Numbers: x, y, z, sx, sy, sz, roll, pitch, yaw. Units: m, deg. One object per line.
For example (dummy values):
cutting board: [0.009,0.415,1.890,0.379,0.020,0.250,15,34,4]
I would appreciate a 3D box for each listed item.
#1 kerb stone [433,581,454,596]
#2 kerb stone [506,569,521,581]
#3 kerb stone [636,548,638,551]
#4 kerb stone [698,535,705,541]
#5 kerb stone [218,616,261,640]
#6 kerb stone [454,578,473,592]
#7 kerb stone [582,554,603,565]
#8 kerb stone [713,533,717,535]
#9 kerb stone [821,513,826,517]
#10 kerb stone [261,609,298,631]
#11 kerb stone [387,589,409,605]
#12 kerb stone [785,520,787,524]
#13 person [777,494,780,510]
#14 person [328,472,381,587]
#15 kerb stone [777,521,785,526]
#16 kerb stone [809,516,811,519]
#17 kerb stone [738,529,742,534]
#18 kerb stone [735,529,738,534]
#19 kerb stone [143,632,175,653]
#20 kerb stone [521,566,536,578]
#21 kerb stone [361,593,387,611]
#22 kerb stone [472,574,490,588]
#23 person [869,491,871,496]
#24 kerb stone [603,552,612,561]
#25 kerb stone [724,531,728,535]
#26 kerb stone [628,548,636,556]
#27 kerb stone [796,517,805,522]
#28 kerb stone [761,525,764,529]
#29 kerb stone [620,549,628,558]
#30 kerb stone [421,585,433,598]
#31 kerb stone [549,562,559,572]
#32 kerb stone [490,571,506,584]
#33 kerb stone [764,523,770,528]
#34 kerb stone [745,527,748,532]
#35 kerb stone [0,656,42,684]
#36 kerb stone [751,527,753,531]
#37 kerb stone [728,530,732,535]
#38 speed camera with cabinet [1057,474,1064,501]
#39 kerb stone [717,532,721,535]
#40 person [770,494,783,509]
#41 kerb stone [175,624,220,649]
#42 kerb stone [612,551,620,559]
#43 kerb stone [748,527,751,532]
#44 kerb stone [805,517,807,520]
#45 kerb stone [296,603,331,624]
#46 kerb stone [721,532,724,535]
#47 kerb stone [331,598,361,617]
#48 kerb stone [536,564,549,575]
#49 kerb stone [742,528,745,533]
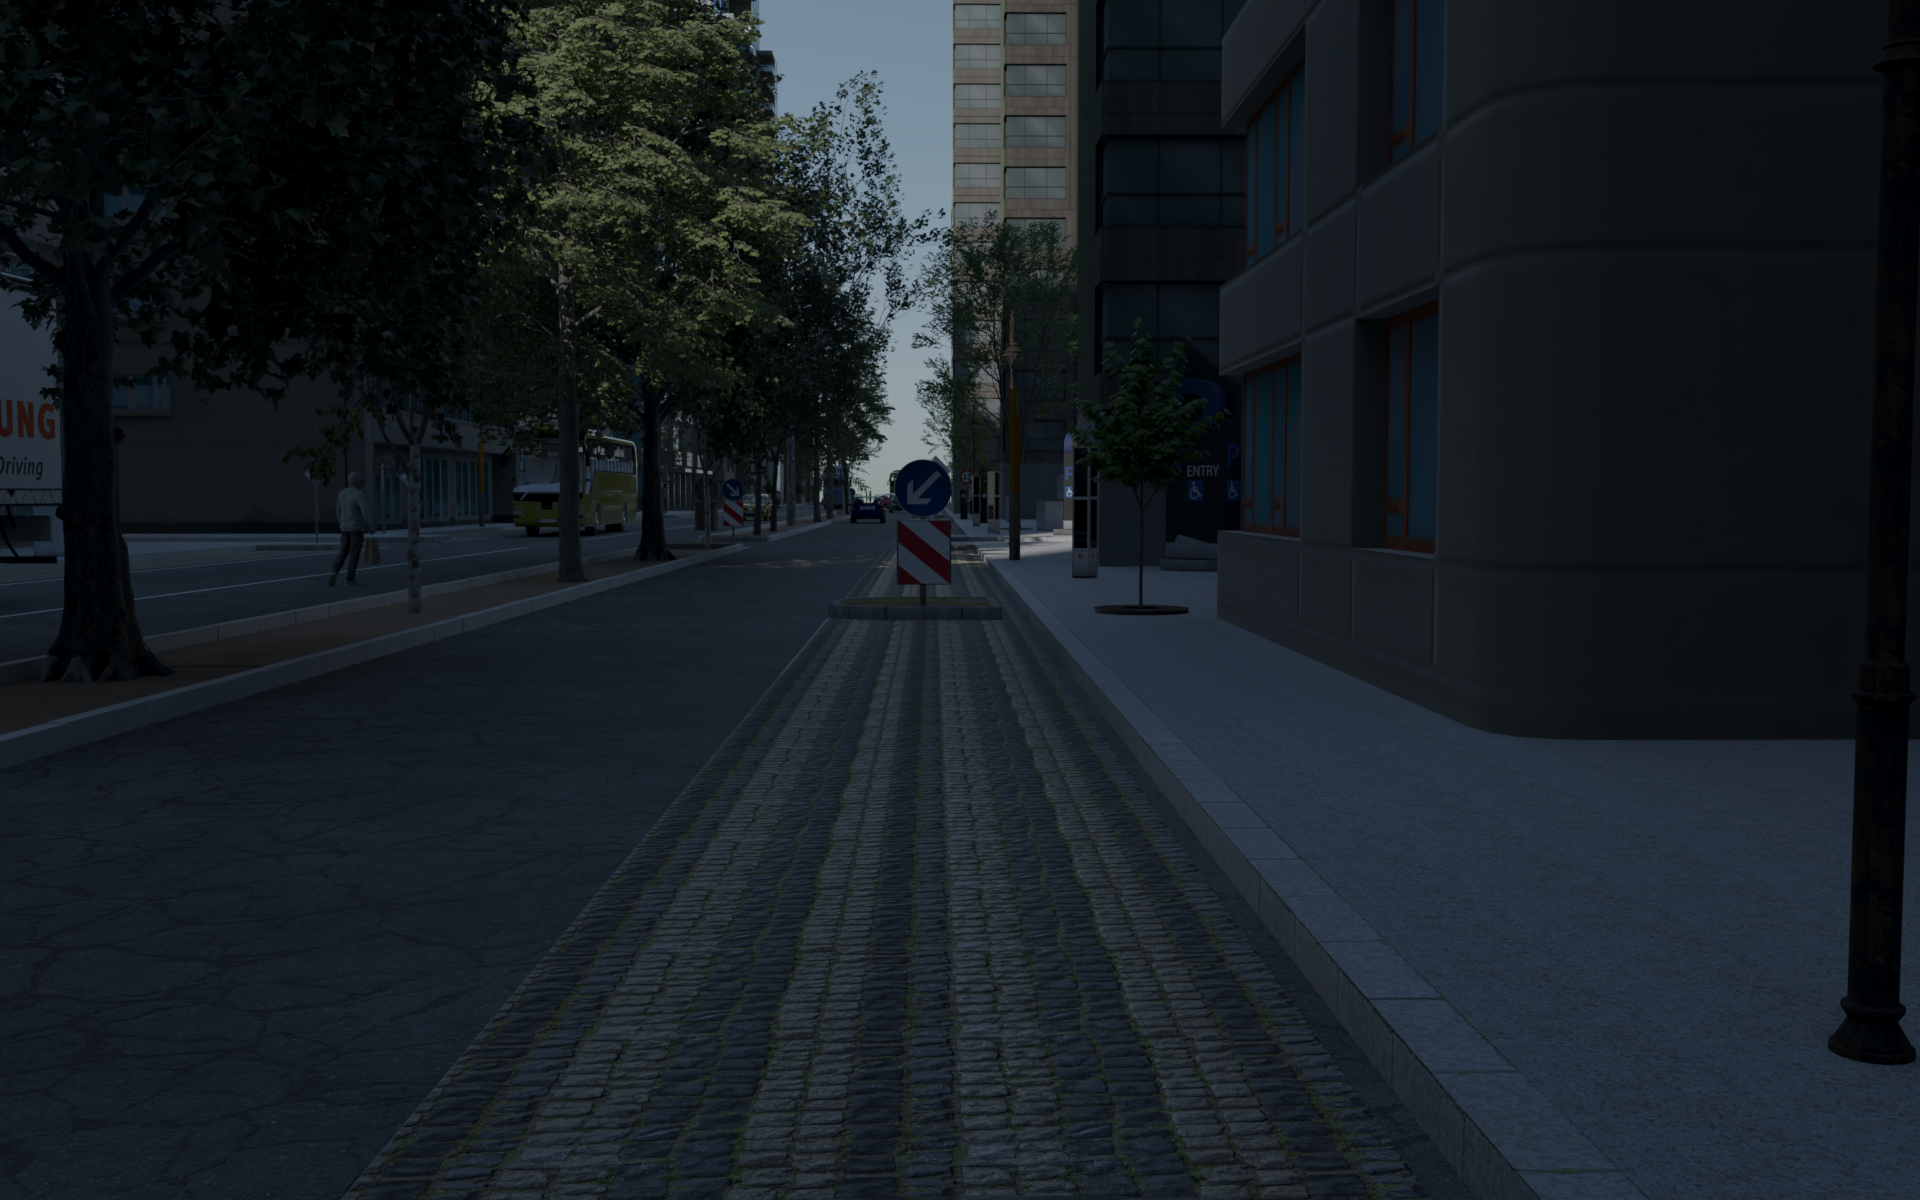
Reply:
kerb stone: [-7.421,-0.144,24.578,0.120,0.150,1.000,0,4,-1]
kerb stone: [-7.490,-0.396,28.671,0.120,0.150,1.000,0,4,-1]
kerb stone: [-7.684,-1.147,40.957,0.120,0.150,1.000,0,4,-1]
kerb stone: [-7.876,-1.874,52.836,0.120,0.150,1.000,0,4,-1]
kerb stone: [-7.298,0.294,17.393,0.120,0.150,1.000,0,4,-1]
kerb stone: [-7.437,-0.202,25.603,0.120,0.150,1.000,0,4,-1]
kerb stone: [-7.604,-0.830,35.841,0.120,0.150,1.000,0,4,-1]
kerb stone: [-7.915,-1.997,54.879,0.120,0.150,1.000,0,4,-1]
kerb stone: [-8.873,-5.569,113.252,0.120,0.150,1.000,0,4,-1]
kerb stone: [-7.320,0.233,18.424,0.120,0.150,1.000,0,4,-1]
kerb stone: [-7.388,-0.015,22.533,0.120,0.150,1.000,0,4,-1]
kerb stone: [-8.343,-3.623,81.498,0.120,0.150,1.000,0,4,-1]
person: [-16.433,-8.902,154.993,0.756,1.711,0.436,1,4,19]
person: [-9.344,-1.087,26.753,0.782,1.767,0.515,2,4,24]
kerb stone: [-8.329,-3.561,80.469,0.120,0.150,1.000,0,4,-1]
kerb stone: [-8.597,-4.566,96.873,0.120,0.150,1.000,0,4,-1]
kerb stone: [-8.030,-2.437,62.052,0.120,0.150,1.000,0,4,-1]
kerb stone: [-8.018,-2.375,61.030,0.120,0.150,1.000,0,4,-1]
kerb stone: [-7.265,0.419,15.348,0.120,0.150,1.000,0,4,-1]
kerb stone: [-7.495,-0.456,29.693,0.120,0.150,1.000,0,4,-1]
kerb stone: [-7.369,0.044,21.507,0.120,0.150,1.000,0,4,-1]
kerb stone: [-7.449,-0.271,26.625,0.120,0.150,1.000,0,4,-1]
person: [-11.354,-12.958,220.000,0.705,1.869,1.348,1,4,9]
kerb stone: [-7.618,-0.897,36.862,0.120,0.150,1.000,0,4,-1]
kerb stone: [-7.964,-2.183,57.948,0.120,0.150,1.000,0,4,-1]
kerb stone: [-7.669,-1.082,39.935,0.120,0.150,1.000,0,4,-1]
kerb stone: [-8.527,-4.317,92.779,0.120,0.150,1.000,0,4,-1]
kerb stone: [-8.162,-2.938,70.232,0.120,0.150,1.000,0,4,-1]
kerb stone: [-7.655,-1.019,38.907,0.120,0.150,1.000,0,4,-1]
kerb stone: [-7.406,-0.083,23.555,0.120,0.150,1.000,0,4,-1]
kerb stone: [-7.531,-0.584,31.738,0.120,0.150,1.000,0,4,-1]
kerb stone: [-7.472,-0.330,27.647,0.120,0.150,1.000,0,4,-1]
kerb stone: [-8.214,-3.126,73.297,0.120,0.150,1.000,0,4,-1]
kerb stone: [-8.063,-2.563,64.095,0.120,0.150,1.000,0,4,-1]
kerb stone: [-7.235,0.546,13.304,0.120,0.150,1.000,0,4,-1]
kerb stone: [-8.100,-2.688,66.139,0.120,0.150,1.000,0,4,-1]
kerb stone: [-7.978,-2.250,58.975,0.120,0.150,1.000,0,4,-1]
speed camera with cabinet: [5.723,-5.422,82.987,2.038,3.252,0.660,1,4,16]
kerb stone: [-7.928,-2.061,55.901,0.120,0.150,1.000,0,4,-1]
person: [-17.848,-9.732,167.627,1.348,1.824,0.705,-1,4,-10]
kerb stone: [-7.286,0.361,16.371,0.120,0.150,1.000,0,4,-1]
kerb stone: [-7.633,-0.960,37.885,0.120,0.150,1.000,0,4,-1]
kerb stone: [-8.072,-2.624,65.117,0.120,0.150,1.000,0,4,-1]
kerb stone: [-8.538,-4.380,93.807,0.120,0.150,1.000,0,4,-1]
kerb stone: [-7.332,0.168,19.456,0.120,0.150,1.000,0,4,-1]
kerb stone: [-7.948,-2.124,56.926,0.120,0.150,1.000,0,4,-1]
kerb stone: [-7.346,0.105,20.484,0.120,0.150,1.000,0,4,-1]
kerb stone: [-7.511,-0.519,30.716,0.120,0.150,1.000,0,4,-1]
kerb stone: [-8.042,-2.500,63.074,0.120,0.150,1.000,0,4,-1]
